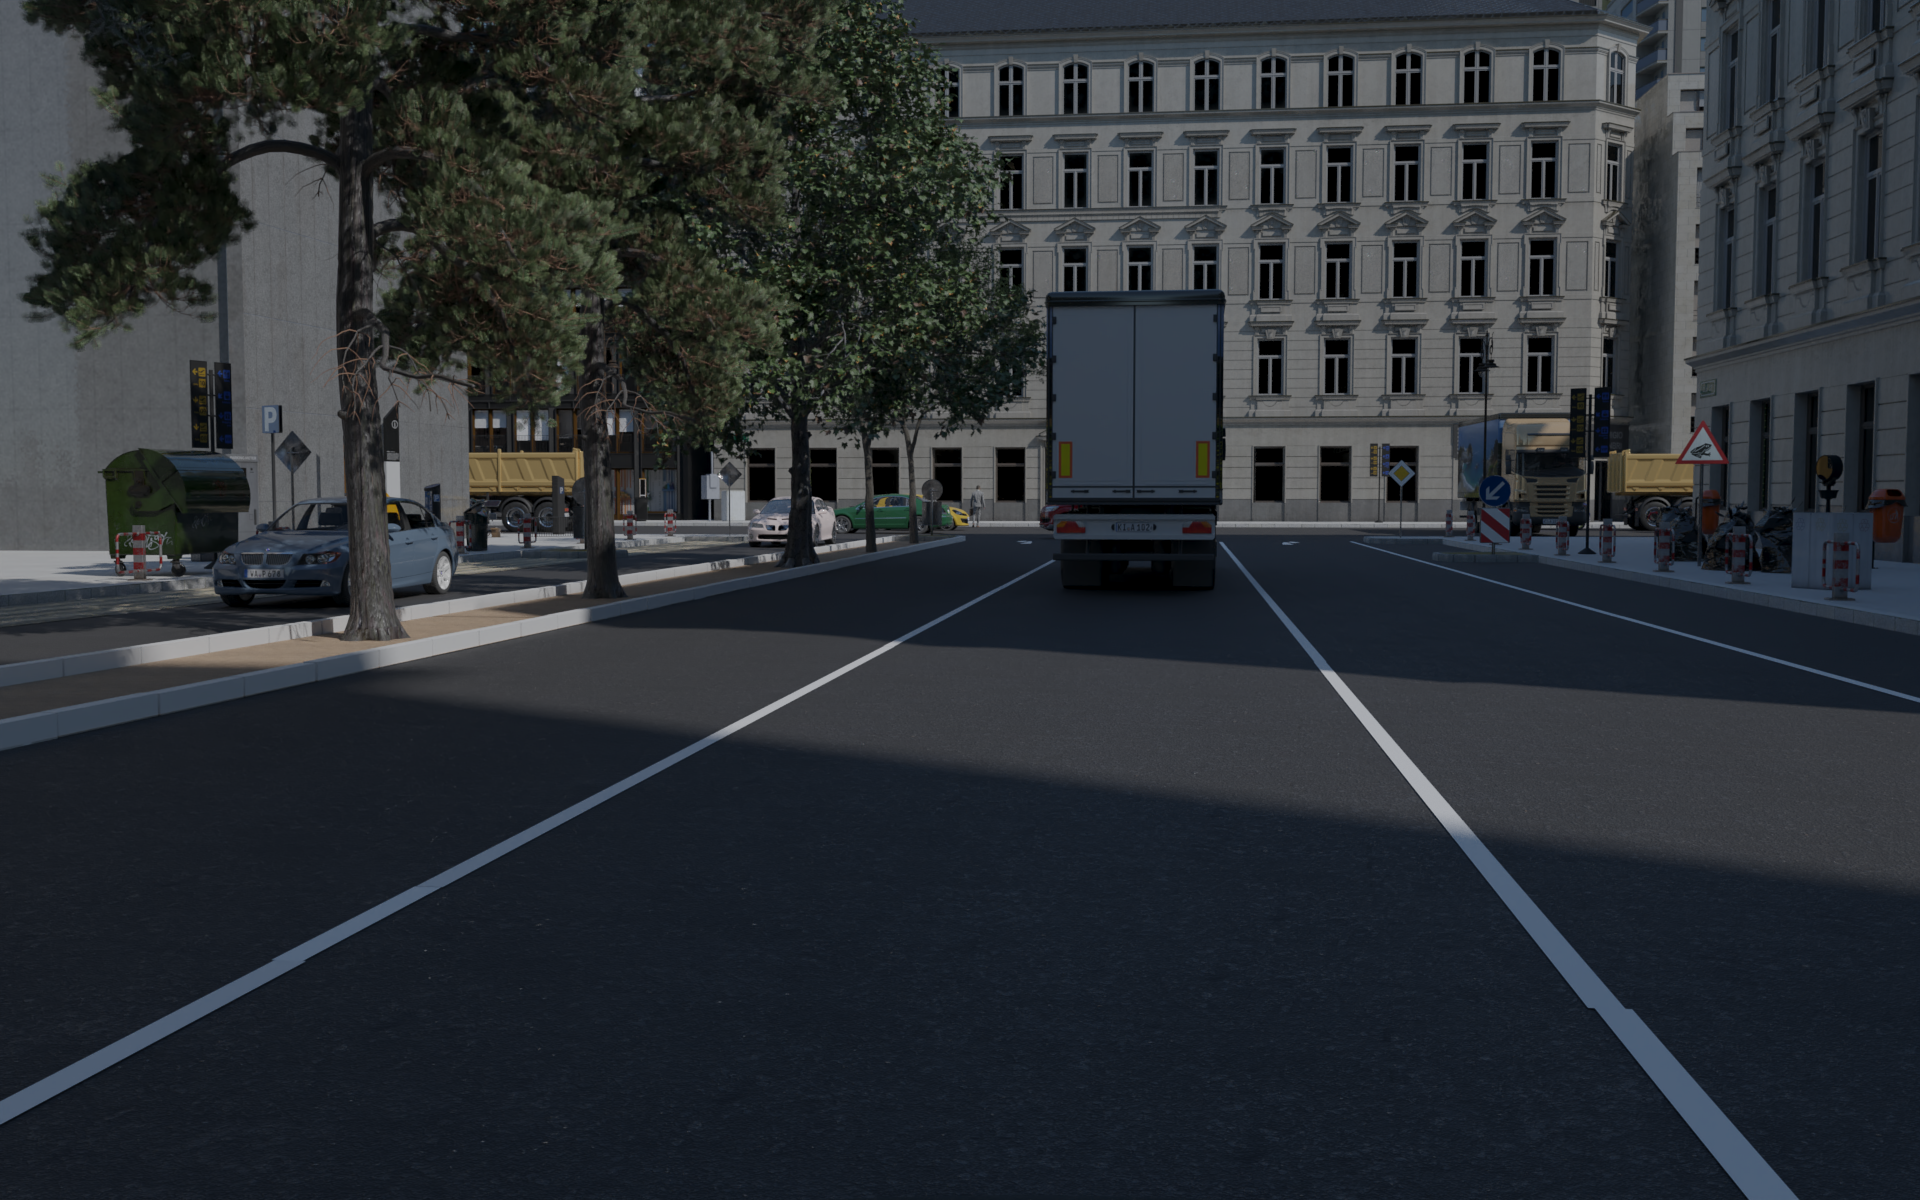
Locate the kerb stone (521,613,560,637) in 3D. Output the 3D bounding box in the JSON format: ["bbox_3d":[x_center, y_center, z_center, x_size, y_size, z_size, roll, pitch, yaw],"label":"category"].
[{"bbox_3d":[-4.381,0.269,17.837,0.120,0.150,1.000,0,4,7],"label":"kerb stone"}]

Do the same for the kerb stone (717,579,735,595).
[{"bbox_3d":[-3.470,-0.171,24.994,0.120,0.150,1.000,0,4,7],"label":"kerb stone"}]

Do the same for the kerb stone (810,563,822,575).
[{"bbox_3d":[-2.686,-0.545,31.114,0.120,0.150,1.000,0,4,7],"label":"kerb stone"}]

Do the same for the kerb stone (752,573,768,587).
[{"bbox_3d":[-3.212,-0.291,27.038,0.120,0.150,1.000,0,4,7],"label":"kerb stone"}]

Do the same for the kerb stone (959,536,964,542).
[{"bbox_3d":[-0.084,-1.791,51.533,0.120,0.150,1.000,0,4,7],"label":"kerb stone"}]

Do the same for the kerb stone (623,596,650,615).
[{"bbox_3d":[-3.991,0.078,20.913,0.120,0.150,1.000,0,4,7],"label":"kerb stone"}]

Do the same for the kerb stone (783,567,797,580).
[{"bbox_3d":[-2.950,-0.421,29.076,0.120,0.150,1.000,0,4,7],"label":"kerb stone"}]

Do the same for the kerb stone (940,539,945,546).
[{"bbox_3d":[-0.618,-1.544,47.444,0.120,0.150,1.000,0,4,7],"label":"kerb stone"}]

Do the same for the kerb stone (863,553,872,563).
[{"bbox_3d":[-2.046,-0.857,36.213,0.120,0.150,1.000,0,4,7],"label":"kerb stone"}]

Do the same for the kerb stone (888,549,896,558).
[{"bbox_3d":[-1.655,-1.044,39.268,0.120,0.150,1.000,0,4,7],"label":"kerb stone"}]

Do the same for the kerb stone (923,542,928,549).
[{"bbox_3d":[-1.006,-1.357,44.390,0.120,0.150,1.000,0,4,7],"label":"kerb stone"}]

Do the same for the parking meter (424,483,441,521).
[{"bbox_3d":[-12.498,-1.997,41.061,0.372,1.533,0.369,0,3,0],"label":"parking meter"}]

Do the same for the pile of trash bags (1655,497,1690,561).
[{"bbox_3d":[14.785,-1.498,34.246,1.912,1.369,3.447,2,4,24],"label":"pile of trash bags"}]

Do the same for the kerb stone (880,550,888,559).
[{"bbox_3d":[-1.785,-0.982,38.251,0.120,0.150,1.000,0,4,7],"label":"kerb stone"}]

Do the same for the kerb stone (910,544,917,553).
[{"bbox_3d":[-1.256,-1.224,42.337,0.120,0.150,1.000,0,4,7],"label":"kerb stone"}]

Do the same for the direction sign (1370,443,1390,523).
[{"bbox_3d":[18.751,-5.225,77.432,0.876,3.537,0.379,0,4,0],"label":"direction sign"}]

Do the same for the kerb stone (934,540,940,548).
[{"bbox_3d":[-0.743,-1.482,46.427,0.120,0.150,1.000,0,4,7],"label":"kerb stone"}]

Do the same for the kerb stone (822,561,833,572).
[{"bbox_3d":[-2.559,-0.608,32.131,0.120,0.150,1.000,0,4,7],"label":"kerb stone"}]

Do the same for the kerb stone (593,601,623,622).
[{"bbox_3d":[-4.119,0.145,19.887,0.120,0.150,1.000,0,4,7],"label":"kerb stone"}]

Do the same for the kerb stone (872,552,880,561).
[{"bbox_3d":[-1.910,-0.920,37.233,0.120,0.150,1.000,0,4,7],"label":"kerb stone"}]

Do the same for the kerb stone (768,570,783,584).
[{"bbox_3d":[-3.080,-0.355,28.059,0.120,0.150,1.000,0,4,7],"label":"kerb stone"}]

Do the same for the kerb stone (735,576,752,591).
[{"bbox_3d":[-3.346,-0.234,26.014,0.120,0.150,1.000,0,4,7],"label":"kerb stone"}]

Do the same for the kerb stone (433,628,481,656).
[{"bbox_3d":[-4.647,0.392,15.784,0.120,0.150,1.000,0,4,7],"label":"kerb stone"}]

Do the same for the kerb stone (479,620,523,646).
[{"bbox_3d":[-4.517,0.333,16.811,0.120,0.150,1.000,0,4,7],"label":"kerb stone"}]

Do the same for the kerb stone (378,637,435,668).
[{"bbox_3d":[-4.772,0.454,14.767,0.120,0.150,1.000,0,4,7],"label":"kerb stone"}]

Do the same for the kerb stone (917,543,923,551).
[{"bbox_3d":[-1.135,-1.294,43.354,0.120,0.150,1.000,0,4,7],"label":"kerb stone"}]

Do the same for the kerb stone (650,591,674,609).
[{"bbox_3d":[-3.857,0.016,21.935,0.120,0.150,1.000,0,4,7],"label":"kerb stone"}]

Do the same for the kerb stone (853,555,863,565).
[{"bbox_3d":[-2.176,-0.790,35.192,0.120,0.150,1.000,0,4,7],"label":"kerb stone"}]

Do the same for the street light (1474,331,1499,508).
[{"bbox_3d":[14.894,-4.668,49.110,0.468,5.910,1.993,0,4,7],"label":"street light"}]

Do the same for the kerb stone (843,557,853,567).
[{"bbox_3d":[-2.309,-0.733,34.175,0.120,0.150,1.000,0,4,7],"label":"kerb stone"}]

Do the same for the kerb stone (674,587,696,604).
[{"bbox_3d":[-3.731,-0.045,22.960,0.120,0.150,1.000,0,4,7],"label":"kerb stone"}]

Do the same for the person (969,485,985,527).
[{"bbox_3d":[0.742,-4.038,74.643,0.709,1.813,0.853,0,4,7],"label":"person"}]

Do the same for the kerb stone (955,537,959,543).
[{"bbox_3d":[-0.223,-1.724,50.507,0.120,0.150,1.000,0,4,7],"label":"kerb stone"}]

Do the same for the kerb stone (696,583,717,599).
[{"bbox_3d":[-3.595,-0.106,23.976,0.120,0.150,1.000,0,4,7],"label":"kerb stone"}]

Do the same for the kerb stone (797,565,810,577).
[{"bbox_3d":[-2.819,-0.483,30.097,0.120,0.150,1.000,0,4,7],"label":"kerb stone"}]

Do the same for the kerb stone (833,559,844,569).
[{"bbox_3d":[-2.432,-0.662,33.151,0.120,0.150,1.000,0,4,7],"label":"kerb stone"}]

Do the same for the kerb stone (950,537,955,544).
[{"bbox_3d":[-0.351,-1.669,49.487,0.120,0.150,1.000,0,4,7],"label":"kerb stone"}]

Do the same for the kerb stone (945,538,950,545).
[{"bbox_3d":[-0.484,-1.606,48.462,0.120,0.150,1.000,0,4,7],"label":"kerb stone"}]

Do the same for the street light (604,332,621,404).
[{"bbox_3d":[-9.831,-4.600,47.994,0.468,5.910,1.993,0,4,7],"label":"street light"}]

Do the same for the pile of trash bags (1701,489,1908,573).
[{"bbox_3d":[14.398,-1.183,29.096,3.447,1.369,1.912,-1,4,-16],"label":"pile of trash bags"}]

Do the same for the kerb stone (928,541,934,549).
[{"bbox_3d":[-0.874,-1.420,45.411,0.120,0.150,1.000,0,4,7],"label":"kerb stone"}]

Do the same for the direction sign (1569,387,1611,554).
[{"bbox_3d":[13.399,-2.747,36.903,0.876,3.537,0.379,3,5,44],"label":"direction sign"}]

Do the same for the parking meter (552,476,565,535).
[{"bbox_3d":[-12.732,-3.010,54.920,0.255,1.863,0.399,1,4,19],"label":"parking meter"}]

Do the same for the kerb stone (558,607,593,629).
[{"bbox_3d":[-4.256,0.204,18.854,0.120,0.150,1.000,0,4,7],"label":"kerb stone"}]

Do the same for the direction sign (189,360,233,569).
[{"bbox_3d":[-12.800,-2.305,29.685,0.379,3.537,0.876,1,4,23],"label":"direction sign"}]

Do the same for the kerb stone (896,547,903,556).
[{"bbox_3d":[-1.517,-1.105,40.284,0.120,0.150,1.000,0,4,7],"label":"kerb stone"}]

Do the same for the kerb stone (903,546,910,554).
[{"bbox_3d":[-1.392,-1.169,41.309,0.120,0.150,1.000,0,4,7],"label":"kerb stone"}]

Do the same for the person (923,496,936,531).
[{"bbox_3d":[-1.185,-3.545,66.737,0.678,1.792,0.850,-3,5,-40],"label":"person"}]
